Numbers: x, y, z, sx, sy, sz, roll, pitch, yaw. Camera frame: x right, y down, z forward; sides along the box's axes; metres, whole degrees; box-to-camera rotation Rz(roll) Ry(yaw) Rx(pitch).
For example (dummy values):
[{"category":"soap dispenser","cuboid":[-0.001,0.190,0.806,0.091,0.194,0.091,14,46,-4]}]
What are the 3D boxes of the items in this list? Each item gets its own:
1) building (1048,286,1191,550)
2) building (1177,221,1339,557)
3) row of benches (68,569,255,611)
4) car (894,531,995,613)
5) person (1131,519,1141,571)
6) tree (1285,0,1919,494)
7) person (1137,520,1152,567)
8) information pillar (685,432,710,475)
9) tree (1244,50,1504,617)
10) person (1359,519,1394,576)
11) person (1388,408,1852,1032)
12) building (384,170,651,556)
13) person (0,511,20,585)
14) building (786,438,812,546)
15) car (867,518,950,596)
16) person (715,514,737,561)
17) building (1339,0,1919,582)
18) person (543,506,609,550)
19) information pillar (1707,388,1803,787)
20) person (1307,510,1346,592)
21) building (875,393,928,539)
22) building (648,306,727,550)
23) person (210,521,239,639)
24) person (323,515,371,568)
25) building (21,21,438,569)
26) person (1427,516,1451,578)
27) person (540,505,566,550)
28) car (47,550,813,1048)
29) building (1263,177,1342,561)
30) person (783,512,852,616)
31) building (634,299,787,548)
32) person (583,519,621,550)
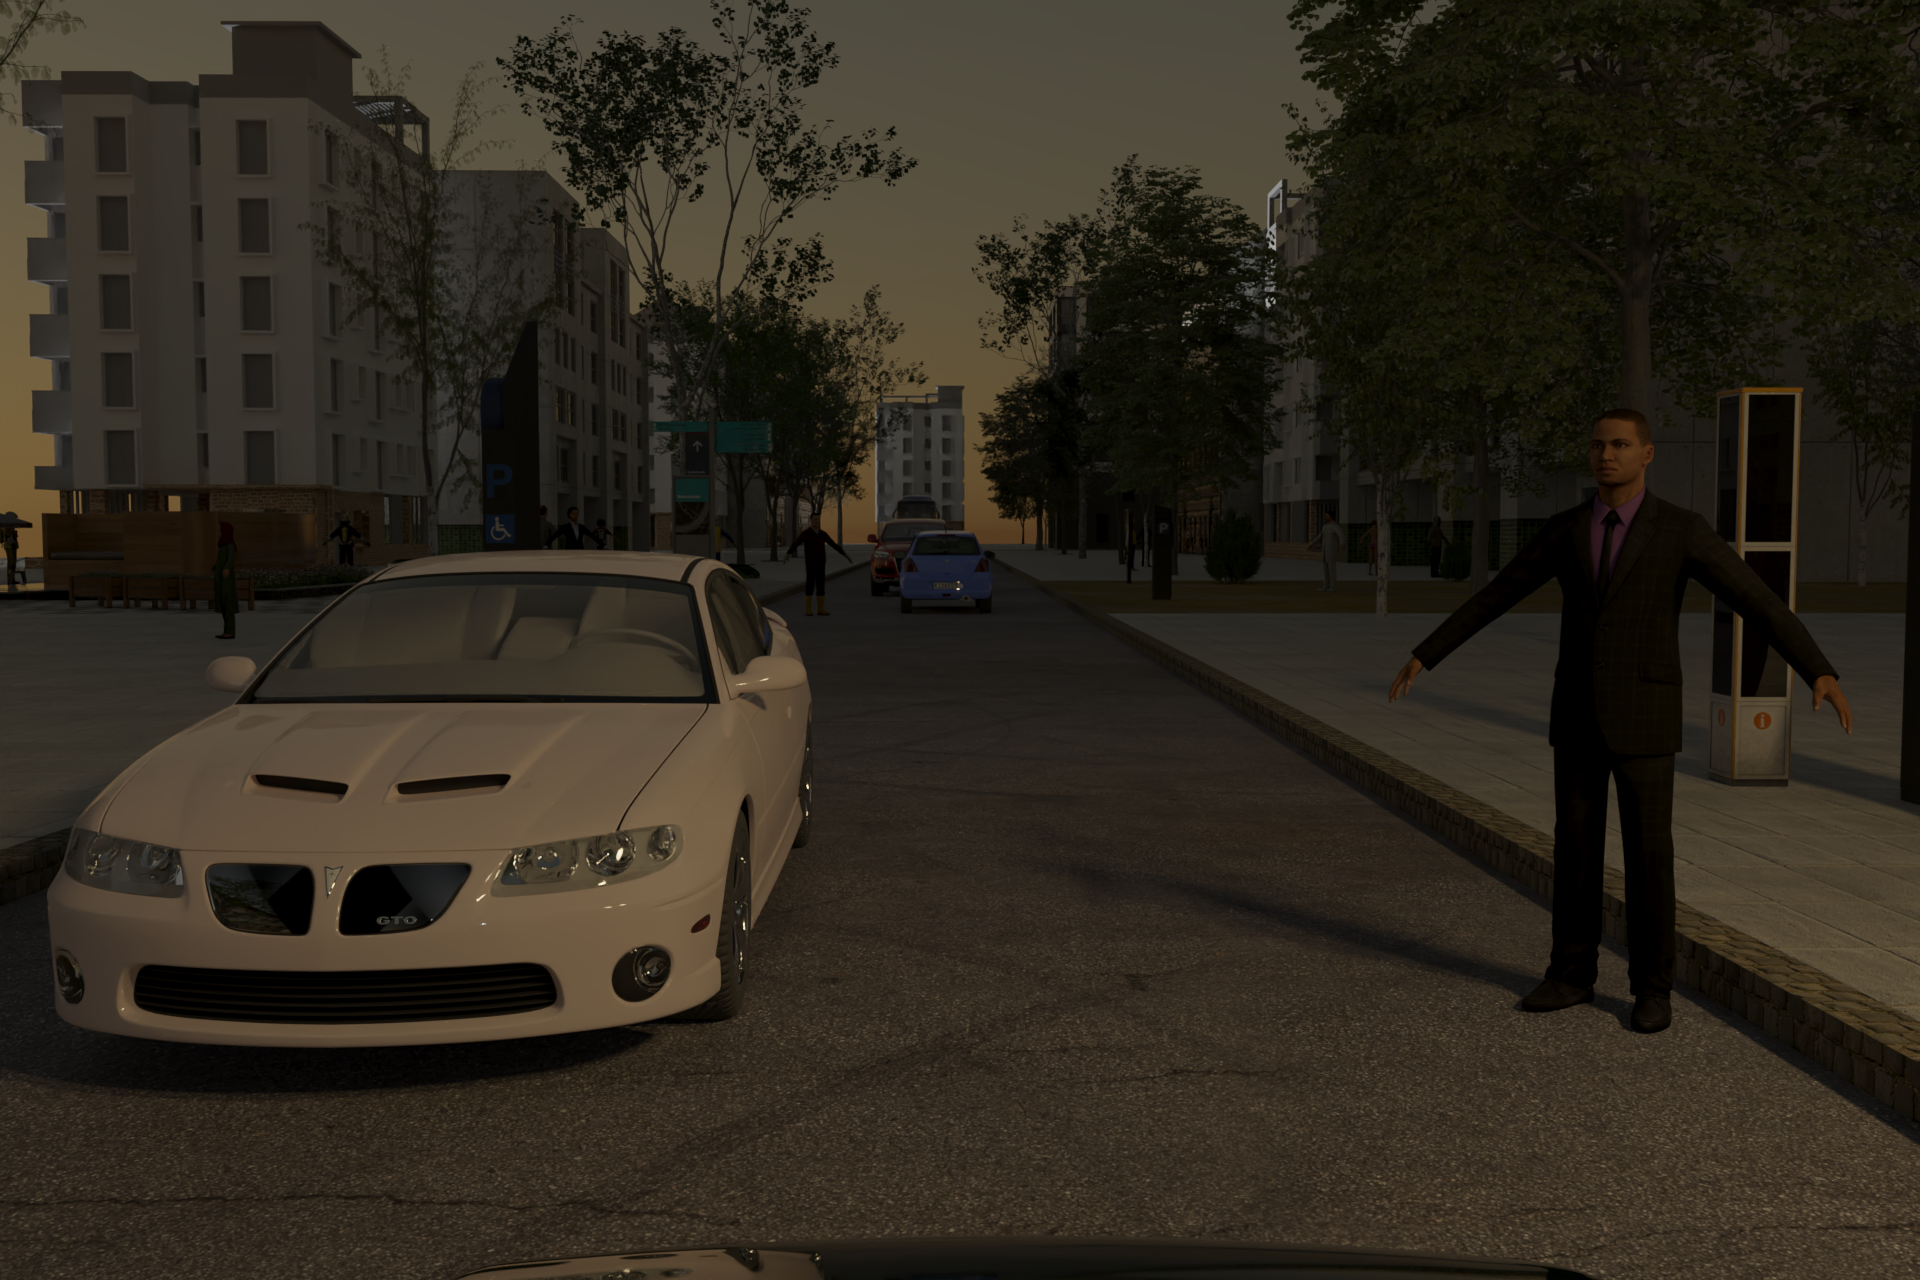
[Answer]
[{"category":"building","cuboid":[21.905,-19.281,159.222,27.936,21.610,32.646,0,4,0]},{"category":"building","cuboid":[23.869,-16.863,106.639,19.493,23.208,18.063,0,4,-1]},{"category":"row of benches","cuboid":[-13.828,-0.876,29.793,4.104,0.672,1.422,2,4,28]},{"category":"car","cuboid":[-0.288,-1.410,32.647,1.945,1.707,3.694,0,4,-2]},{"category":"person","cuboid":[6.011,-3.333,60.457,0.705,1.833,1.349,2,4,23]},{"category":"tree","cuboid":[6.554,-6.032,16.756,7.486,12.596,7.792,0,3,0]},{"category":"person","cuboid":[7.285,-3.769,67.553,0.705,1.837,1.347,-2,4,-34]},{"category":"information pillar","cuboid":[-6.492,-3.299,43.311,0.750,3.857,0.750,0,4,0]},{"category":"tree","cuboid":[6.472,-4.653,26.437,4.737,8.622,4.395,0,3,0]},{"category":"person","cuboid":[12.861,-2.862,53.589,0.721,1.733,1.217,-3,5,-43]},{"category":"person","cuboid":[1.932,0.217,5.138,1.346,1.802,0.704,3,5,41]},{"category":"building","cuboid":[-28.838,-14.291,100.111,16.747,18.905,31.486,0,4,-1]},{"category":"person","cuboid":[-24.121,-2.344,44.087,0.705,1.858,1.354,-2,4,-26]},{"category":"building","cuboid":[-26.655,-22.222,194.261,19.493,23.208,18.063,0,4,0]},{"category":"car","cuboid":[-1.053,-2.015,41.611,2.281,1.827,5.304,0,3,0]},{"category":"person","cuboid":[-5.868,-2.116,41.068,1.216,1.772,0.721,-1,4,-23]},{"category":"building","cuboid":[25.479,-11.923,61.400,16.747,18.905,31.486,0,4,0]},{"category":"person","cuboid":[-6.391,-1.353,28.840,1.216,1.740,0.721,-2,4,-31]},{"category":"information pillar","cuboid":[4.064,-0.268,8.873,0.304,2.012,0.304,0,3,0]},{"category":"person","cuboid":[8.234,-1.987,38.678,0.705,1.806,1.347,-2,4,-24]},{"category":"building","cuboid":[-10.621,-22.386,224.885,11.380,20.090,16.016,0,4,2]},{"category":"building","cuboid":[-26.062,-17.644,144.907,16.016,20.090,11.380,0,4,-1]},{"category":"person","cuboid":[-9.052,-0.734,21.212,0.599,1.438,0.989,-2,4,-32]},{"category":"person","cuboid":[-18.145,-2.779,51.208,1.354,1.856,0.705,-1,4,-11]},{"category":"building","cuboid":[-28.612,-12.780,65.369,16.016,20.090,11.380,0,4,0]},{"category":"person","cuboid":[14.054,-2.744,50.987,0.705,1.813,1.348,3,5,42]},{"category":"person","cuboid":[-7.402,-1.501,30.820,1.348,1.796,0.705,1,4,19]},{"category":"car","cuboid":[-1.588,0.352,6.603,2.083,1.381,4.827,0,4,-1]},{"category":"building","cuboid":[21.793,-14.509,93.639,16.016,20.090,11.380,0,3,0]},{"category":"person","cuboid":[-2.527,-1.335,30.421,1.346,1.812,0.704,-2,4,-32]},{"category":"building","cuboid":[-27.116,-20.629,168.216,19.493,23.208,18.063,0,3,0]},{"category":"person","cuboid":[-13.006,-3.469,62.862,1.345,1.843,0.704,-1,4,-8]}]
